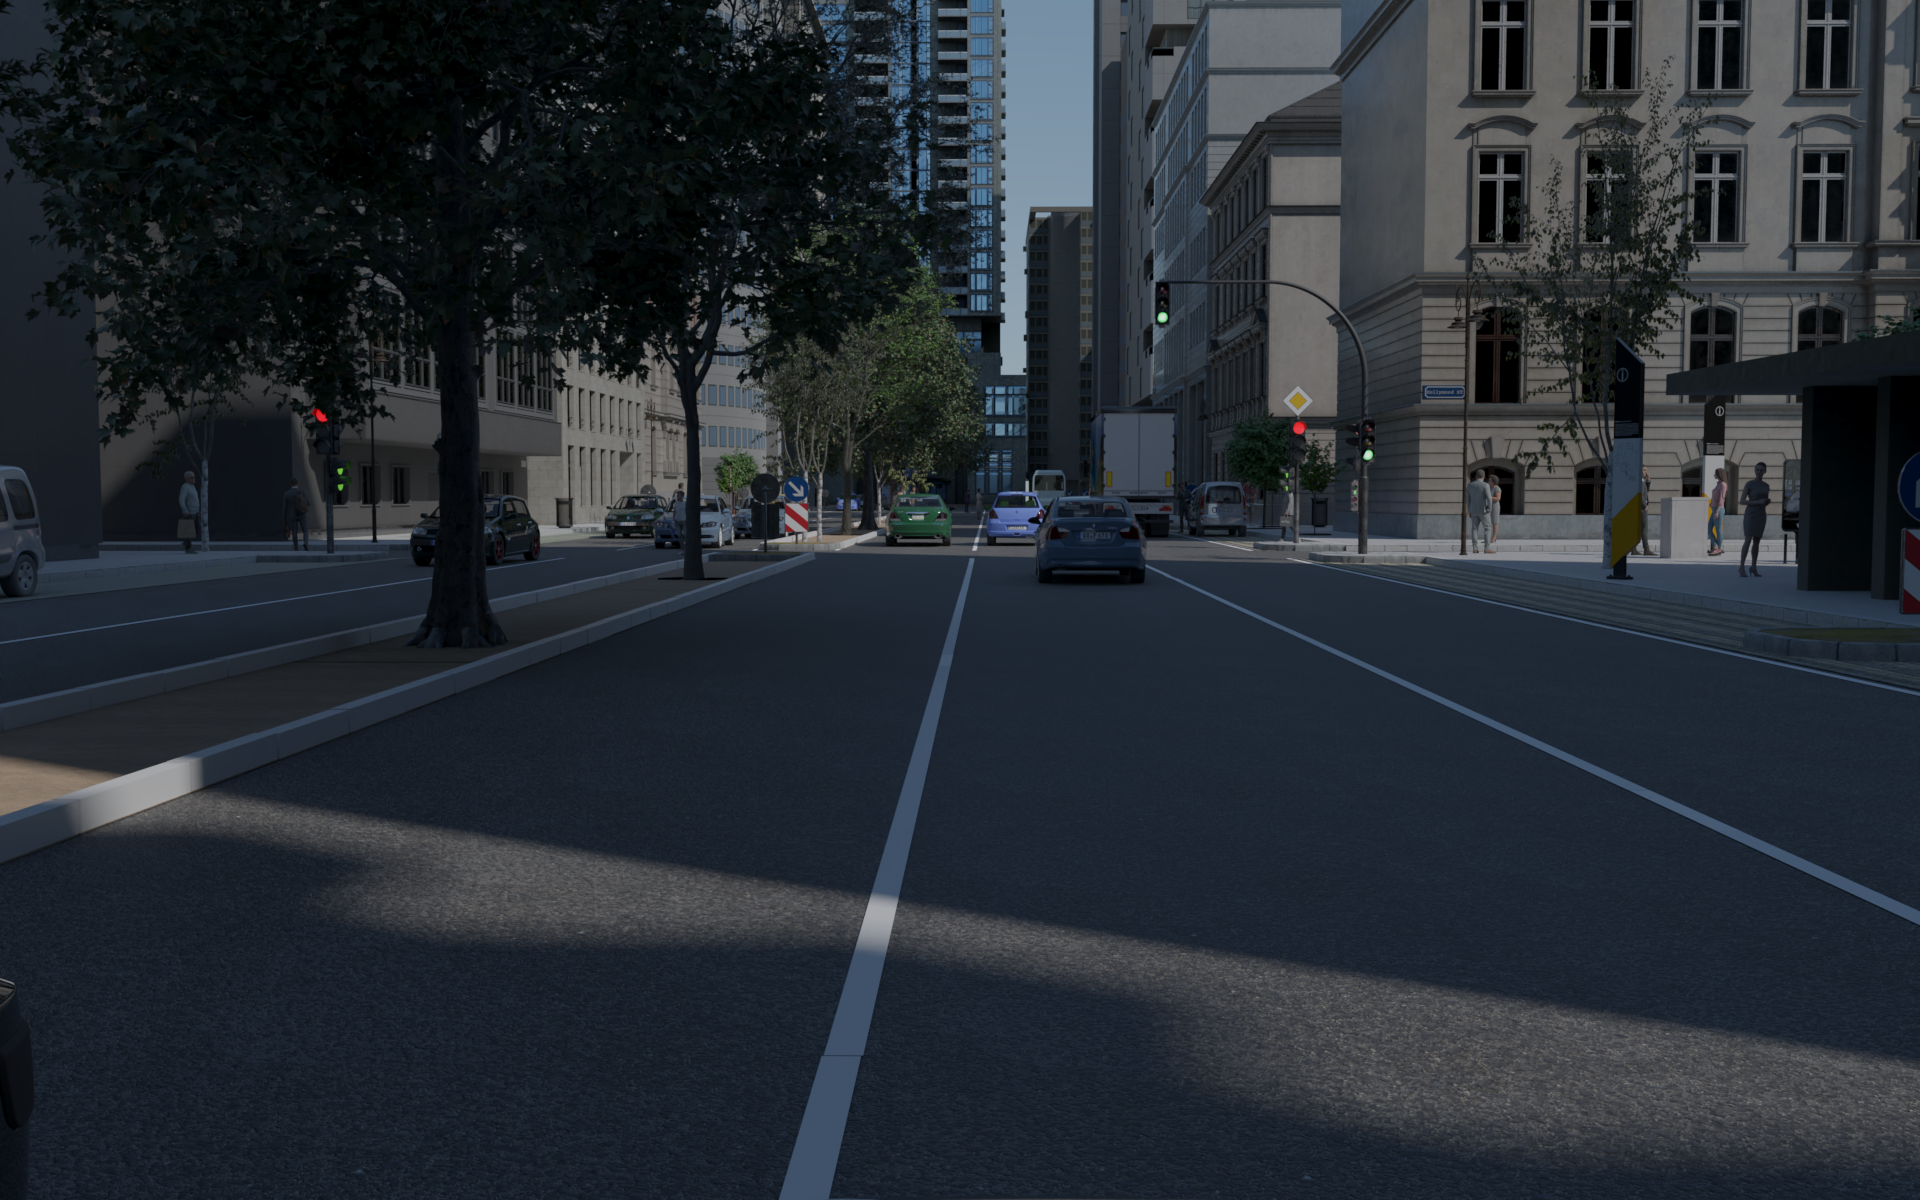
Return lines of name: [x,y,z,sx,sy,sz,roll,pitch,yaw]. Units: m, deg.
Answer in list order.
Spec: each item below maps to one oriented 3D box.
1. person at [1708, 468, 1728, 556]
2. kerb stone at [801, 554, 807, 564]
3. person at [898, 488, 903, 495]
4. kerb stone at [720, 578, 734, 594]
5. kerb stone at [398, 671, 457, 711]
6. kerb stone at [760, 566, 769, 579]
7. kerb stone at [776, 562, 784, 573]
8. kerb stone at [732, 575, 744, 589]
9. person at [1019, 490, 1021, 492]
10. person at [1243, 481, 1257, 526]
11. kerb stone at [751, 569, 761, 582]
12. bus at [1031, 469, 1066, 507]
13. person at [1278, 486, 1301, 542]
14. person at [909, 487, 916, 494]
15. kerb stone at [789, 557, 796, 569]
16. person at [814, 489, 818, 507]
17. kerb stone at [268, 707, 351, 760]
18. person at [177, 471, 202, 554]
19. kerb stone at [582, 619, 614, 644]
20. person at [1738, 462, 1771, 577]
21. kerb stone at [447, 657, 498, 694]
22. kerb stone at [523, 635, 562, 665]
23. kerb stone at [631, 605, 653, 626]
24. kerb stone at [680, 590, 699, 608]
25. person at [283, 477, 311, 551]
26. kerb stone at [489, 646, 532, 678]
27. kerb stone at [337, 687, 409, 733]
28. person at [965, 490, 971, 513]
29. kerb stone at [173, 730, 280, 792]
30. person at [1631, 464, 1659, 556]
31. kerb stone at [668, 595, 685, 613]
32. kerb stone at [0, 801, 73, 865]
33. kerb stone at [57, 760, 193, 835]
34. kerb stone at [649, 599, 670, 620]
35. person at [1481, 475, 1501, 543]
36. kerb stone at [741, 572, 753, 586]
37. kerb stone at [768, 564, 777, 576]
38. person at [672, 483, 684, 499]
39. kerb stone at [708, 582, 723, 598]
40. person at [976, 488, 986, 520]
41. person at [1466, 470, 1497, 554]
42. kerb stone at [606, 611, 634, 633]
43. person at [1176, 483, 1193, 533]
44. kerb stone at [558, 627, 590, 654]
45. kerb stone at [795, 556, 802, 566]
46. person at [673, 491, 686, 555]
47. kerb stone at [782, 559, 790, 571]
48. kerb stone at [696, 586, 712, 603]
person: [15.648,-1.820,35.814,0.388,1.821,0.555,0,4,4]
kerb stone: [-3.288,-0.810,35.442,0.120,0.150,1.000,0,4,1]
person: [-3.331,-5.404,96.946,0.778,1.811,0.616,3,5,44]
kerb stone: [-3.461,-0.184,25.209,0.120,0.150,1.000,0,4,1]
kerb stone: [-3.682,0.633,11.876,0.120,0.150,1.000,0,4,1]
kerb stone: [-3.393,-0.432,29.307,0.120,0.150,1.000,0,4,1]
kerb stone: [-3.355,-0.560,31.352,0.120,0.150,1.000,0,4,1]
kerb stone: [-3.448,-0.247,26.233,0.120,0.150,1.000,0,4,1]
person: [6.131,-10.256,176.051,0.709,1.838,0.599,0,4,-2]
person: [11.611,-3.897,69.725,0.573,1.828,0.580,3,5,43]
kerb stone: [-3.411,-0.371,28.285,0.120,0.150,1.000,0,4,1]
bus: [7.169,-8.883,140.095,2.948,3.499,13.247,0,4,3]
person: [9.388,-2.494,49.461,0.728,1.800,0.709,0,4,3]
person: [-2.750,-5.545,99.075,0.836,1.842,0.656,0,4,-6]
kerb stone: [-3.322,-0.685,33.396,0.120,0.150,1.000,0,4,1]
person: [-14.117,-10.039,170.273,0.705,1.812,1.348,0,4,-2]
kerb stone: [-3.714,0.761,9.828,0.120,0.150,1.000,0,4,1]
person: [-16.517,-1.864,37.010,0.515,1.767,0.782,0,4,-4]
kerb stone: [-3.592,0.318,16.995,0.120,0.150,1.000,0,4,1]
person: [12.368,-1.255,26.911,0.599,1.781,0.374,-1,4,-14]
kerb stone: [-3.660,0.569,12.899,0.120,0.150,1.000,0,4,1]
kerb stone: [-3.636,0.444,14.942,0.120,0.150,1.000,0,4,1]
kerb stone: [-3.569,0.192,19.055,0.120,0.150,1.000,0,4,1]
kerb stone: [-3.509,0.004,22.135,0.120,0.150,1.000,0,4,1]
person: [-15.920,-2.025,41.573,0.622,1.834,0.822,-2,4,-25]
kerb stone: [-3.653,0.506,13.920,0.120,0.150,1.000,0,4,1]
kerb stone: [-3.695,0.694,10.854,0.120,0.150,1.000,0,4,1]
person: [0.634,-7.686,134.611,0.568,1.767,0.683,-3,5,-45]
kerb stone: [-3.736,0.819,8.803,0.120,0.150,1.000,0,4,1]
person: [14.281,-1.885,36.219,0.474,1.900,0.648,0,4,-1]
kerb stone: [-3.528,0.072,21.113,0.120,0.150,1.000,0,4,1]
kerb stone: [-3.766,0.945,6.756,0.120,0.150,1.000,0,4,1]
kerb stone: [-3.748,0.882,7.782,0.120,0.150,1.000,0,4,1]
kerb stone: [-3.549,0.129,20.085,0.120,0.150,1.000,0,4,1]
person: [13.763,-2.374,45.214,0.532,1.782,0.716,-1,4,-18]
kerb stone: [-3.432,-0.310,27.264,0.120,0.150,1.000,0,4,1]
kerb stone: [-3.377,-0.497,30.329,0.120,0.150,1.000,0,4,1]
person: [-9.780,-3.159,60.254,0.850,1.850,0.679,1,4,13]
kerb stone: [-3.478,-0.122,24.185,0.120,0.150,1.000,0,4,1]
person: [1.160,-5.381,97.049,0.524,1.755,0.480,-2,4,-29]
person: [11.241,-1.914,37.434,0.635,1.810,0.391,3,4,39]
kerb stone: [-3.587,0.255,18.033,0.120,0.150,1.000,0,4,1]
person: [8.280,-3.391,63.749,0.655,1.846,0.447,1,4,15]
kerb stone: [-3.614,0.382,15.973,0.120,0.150,1.000,0,4,1]
kerb stone: [-3.307,-0.746,34.418,0.120,0.150,1.000,0,4,1]
person: [-6.511,-1.819,40.831,0.503,1.515,0.523,-1,4,-15]
kerb stone: [-3.336,-0.623,32.374,0.120,0.150,1.000,0,4,1]
kerb stone: [-3.492,-0.058,23.163,0.120,0.150,1.000,0,4,1]
